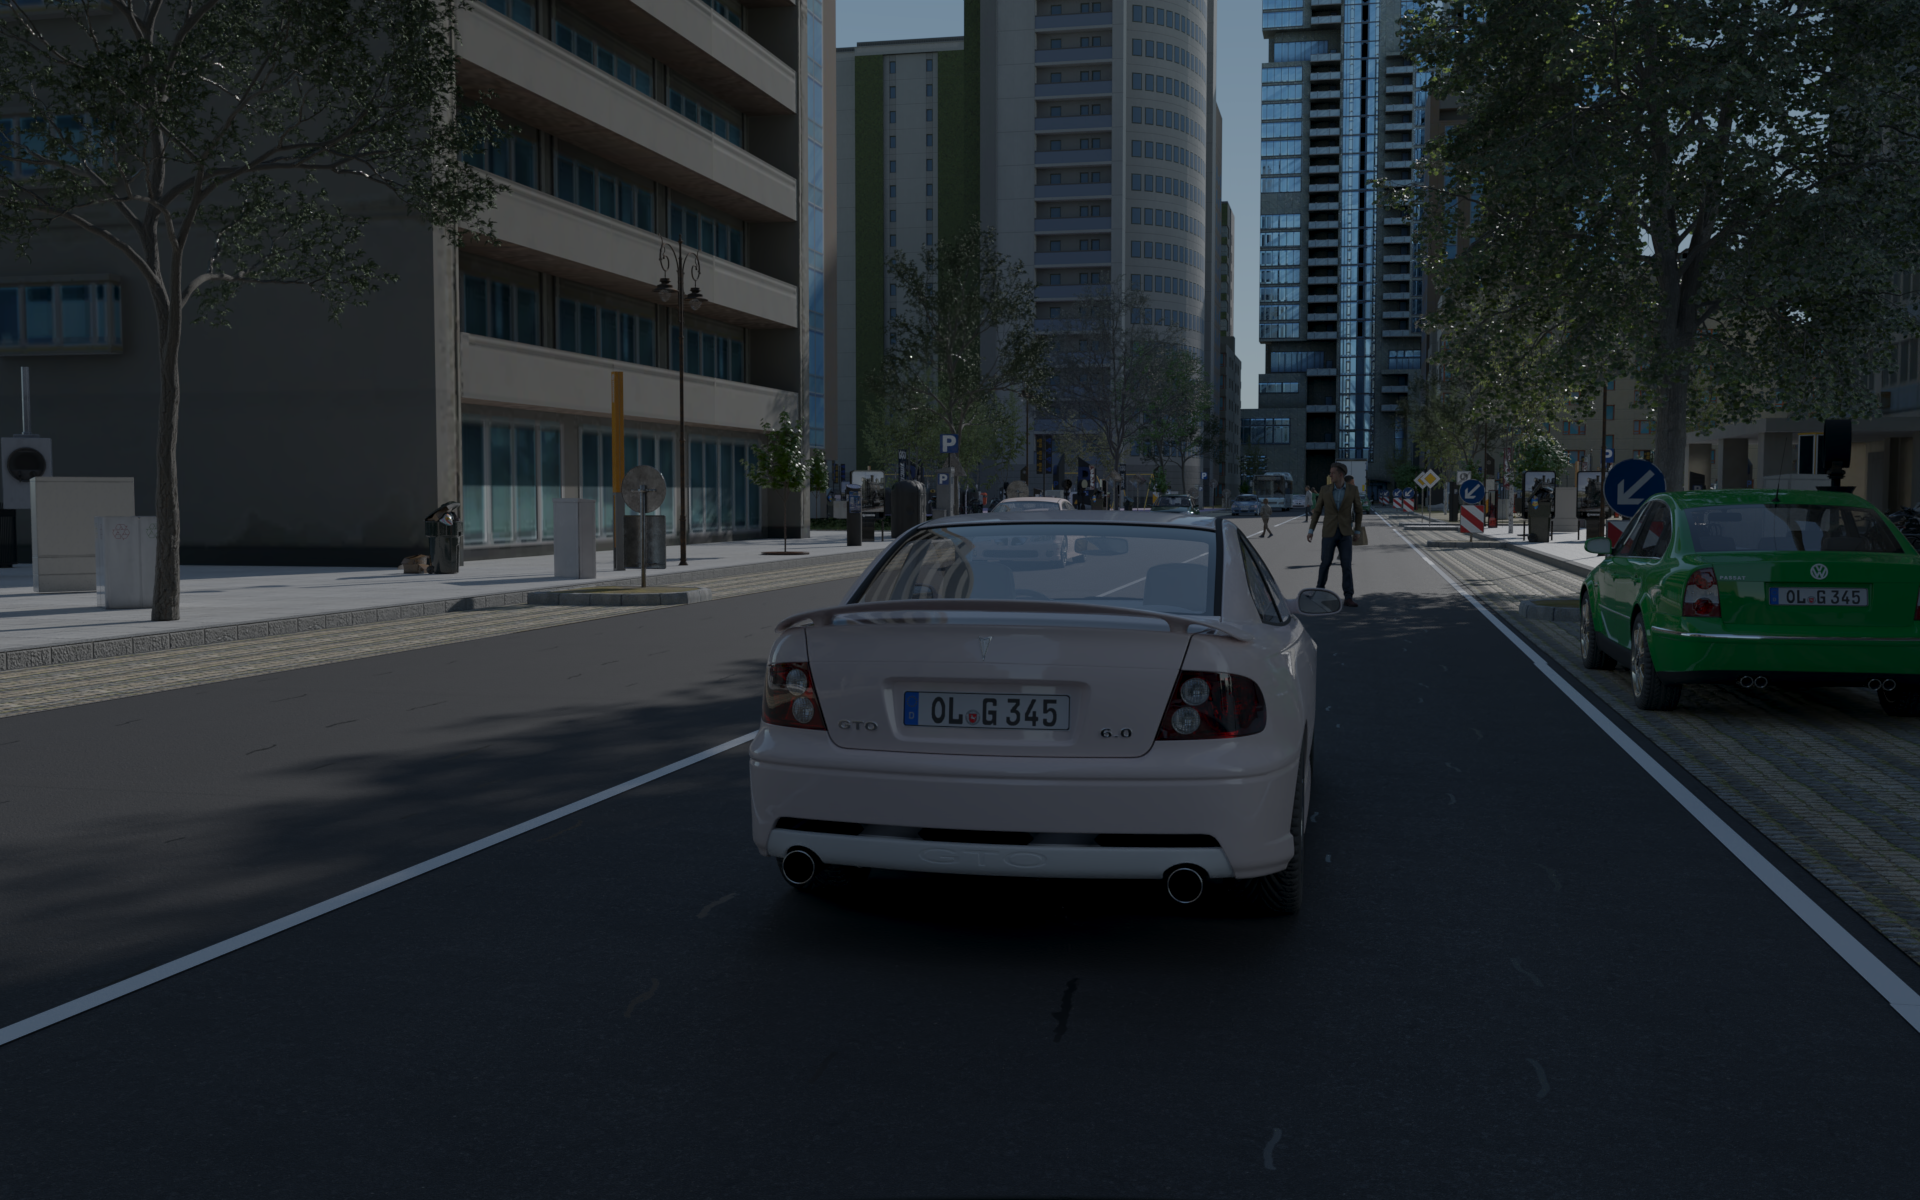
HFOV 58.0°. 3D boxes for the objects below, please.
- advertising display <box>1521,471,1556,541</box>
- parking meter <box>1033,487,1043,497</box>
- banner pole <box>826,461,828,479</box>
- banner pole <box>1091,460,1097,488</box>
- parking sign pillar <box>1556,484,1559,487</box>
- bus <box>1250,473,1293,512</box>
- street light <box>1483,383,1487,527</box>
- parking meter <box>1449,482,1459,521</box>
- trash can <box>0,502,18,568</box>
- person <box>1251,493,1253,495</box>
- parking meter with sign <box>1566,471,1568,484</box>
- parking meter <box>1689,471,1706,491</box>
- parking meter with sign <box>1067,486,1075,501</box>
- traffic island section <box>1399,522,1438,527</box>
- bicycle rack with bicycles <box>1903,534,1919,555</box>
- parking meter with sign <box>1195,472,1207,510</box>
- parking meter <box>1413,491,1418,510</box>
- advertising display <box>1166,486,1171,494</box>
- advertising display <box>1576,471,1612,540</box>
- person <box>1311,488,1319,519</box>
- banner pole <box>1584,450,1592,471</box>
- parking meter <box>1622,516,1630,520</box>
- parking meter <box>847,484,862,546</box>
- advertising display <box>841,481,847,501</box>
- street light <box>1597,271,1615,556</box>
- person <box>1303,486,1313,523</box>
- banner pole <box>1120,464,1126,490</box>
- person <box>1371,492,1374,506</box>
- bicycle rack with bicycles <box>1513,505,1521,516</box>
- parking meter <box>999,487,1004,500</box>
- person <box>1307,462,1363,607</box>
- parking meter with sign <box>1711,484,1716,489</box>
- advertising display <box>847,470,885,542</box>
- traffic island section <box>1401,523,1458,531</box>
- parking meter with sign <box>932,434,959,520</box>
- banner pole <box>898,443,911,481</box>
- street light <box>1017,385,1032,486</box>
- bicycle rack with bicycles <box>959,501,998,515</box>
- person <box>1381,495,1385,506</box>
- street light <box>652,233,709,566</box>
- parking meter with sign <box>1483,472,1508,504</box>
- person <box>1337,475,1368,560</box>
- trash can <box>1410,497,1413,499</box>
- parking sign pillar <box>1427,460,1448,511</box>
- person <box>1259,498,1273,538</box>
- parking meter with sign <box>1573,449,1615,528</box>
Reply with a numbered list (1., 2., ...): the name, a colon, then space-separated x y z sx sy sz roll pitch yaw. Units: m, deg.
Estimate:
1. advertising display: 15.897 -2.592 47.593 0.974 1.923 0.123 -1 4 -13
2. parking meter: 2.987 -3.545 66.376 0.372 1.533 0.369 0 3 0
3. banner pole: -10.088 -8.645 131.365 0.401 3.779 0.863 0 4 -3
4. banner pole: 10.000 -8.494 128.894 0.401 3.779 0.863 3 5 40
5. parking sign pillar: 33.268 -6.710 98.185 1.447 3.967 1.447 -3 4 -39
6. bus: 26.154 -9.162 144.656 2.948 3.499 13.247 1 4 14
7. street light: 20.577 -5.811 67.804 0.468 5.910 1.993 1 4 13
8. parking meter: 23.177 -4.621 81.270 0.399 1.863 0.255 -2 4 -29
9. trash can: -16.726 -1.127 30.079 0.748 1.137 0.748 0 3 0
10. person: 26.956 -9.155 158.631 0.568 1.767 0.683 0 4 -6
11. parking meter with sign: 47.520 -8.370 133.112 1.738 3.016 0.543 1 4 22
12. parking meter: 18.883 -2.364 44.364 0.399 1.863 0.255 1 4 20
13. parking meter with sign: 9.919 -9.679 154.513 1.738 3.016 0.543 1 4 18
14. traffic island section: 20.435 -3.317 76.512 2.009 0.180 2.903 1 4 13
15. bicycle rack with bicycles: 15.053 -0.934 28.651 2.852 0.926 2.925 -1 4 -14
16. parking meter with sign: 19.328 -8.786 139.905 0.543 3.016 1.738 -1 4 -17
17. parking meter: 36.783 -8.036 139.795 0.372 1.533 0.369 0 3 0
18. advertising display: 15.994 -7.868 133.851 0.123 1.923 0.974 3 5 40
19. advertising display: 17.521 -2.610 47.881 0.123 1.923 0.974 -3 5 -44
20. person: 20.307 -5.565 99.739 0.600 1.795 0.529 3 5 41
21. banner pole: 35.380 -6.578 97.574 0.401 3.779 0.863 -1 4 -14
22. parking meter: 30.309 -4.302 78.746 0.372 1.533 0.369 0 3 0
23. parking meter: -2.611 -2.101 42.757 0.372 1.533 0.369 0 3 0
24. advertising display: -5.337 -4.783 83.409 0.974 1.923 0.123 2 4 35
25. street light: 13.268 -3.844 35.644 0.468 5.910 1.993 1 4 13
26. person: 17.618 -4.819 87.139 0.795 1.843 0.661 0 4 5
27. banner pole: 11.764 -8.372 126.892 0.863 3.779 0.401 0 4 -3
28. person: 51.323 -12.629 215.698 0.721 1.735 1.217 3 4 38
29. bicycle rack with bicycles: 31.745 -5.390 101.504 2.852 0.926 2.925 0 4 1
30. parking meter: 3.371 -8.157 139.085 0.255 1.863 0.399 -3 5 -39
31. person: 4.816 -0.849 22.298 0.656 1.842 0.836 -1 4 -20
32. parking meter with sign: 54.741 -7.957 126.353 1.738 3.016 0.543 3 5 44
33. advertising display: -2.492 -2.534 46.642 0.974 1.923 0.123 -1 4 -22
34. traffic island section: 18.657 -2.841 68.727 2.009 0.180 2.903 1 4 13
35. parking meter with sign: -0.448 -3.264 49.624 0.543 3.016 1.738 1 4 9
36. banner pole: -2.687 -5.809 84.987 0.863 3.779 0.401 -2 4 -31
37. street light: 2.465 -5.547 63.477 0.468 5.910 1.993 1 4 13
38. bicycle rack with bicycles: 1.115 -4.812 92.055 2.852 0.926 2.925 0 4 -4
39. person: 48.060 -11.454 196.331 0.434 1.755 0.990 -1 4 -18
40. street light: -4.972 -3.557 30.952 0.468 5.910 1.993 1 4 13
41. parking meter with sign: 34.324 -7.056 111.631 1.738 3.016 0.543 2 4 25
42. person: 8.070 -1.682 35.982 0.794 1.824 0.713 -2 4 -25
43. trash can: 38.490 -8.275 146.947 0.748 1.137 0.748 0 3 0
44. parking sign pillar: 35.494 -8.573 128.636 1.447 3.967 1.447 0 4 -1
45. person: 10.012 -2.690 56.762 0.475 1.303 0.640 -3 5 -44
46. parking meter with sign: 24.186 -4.264 65.975 1.738 3.016 0.543 -3 4 -37
